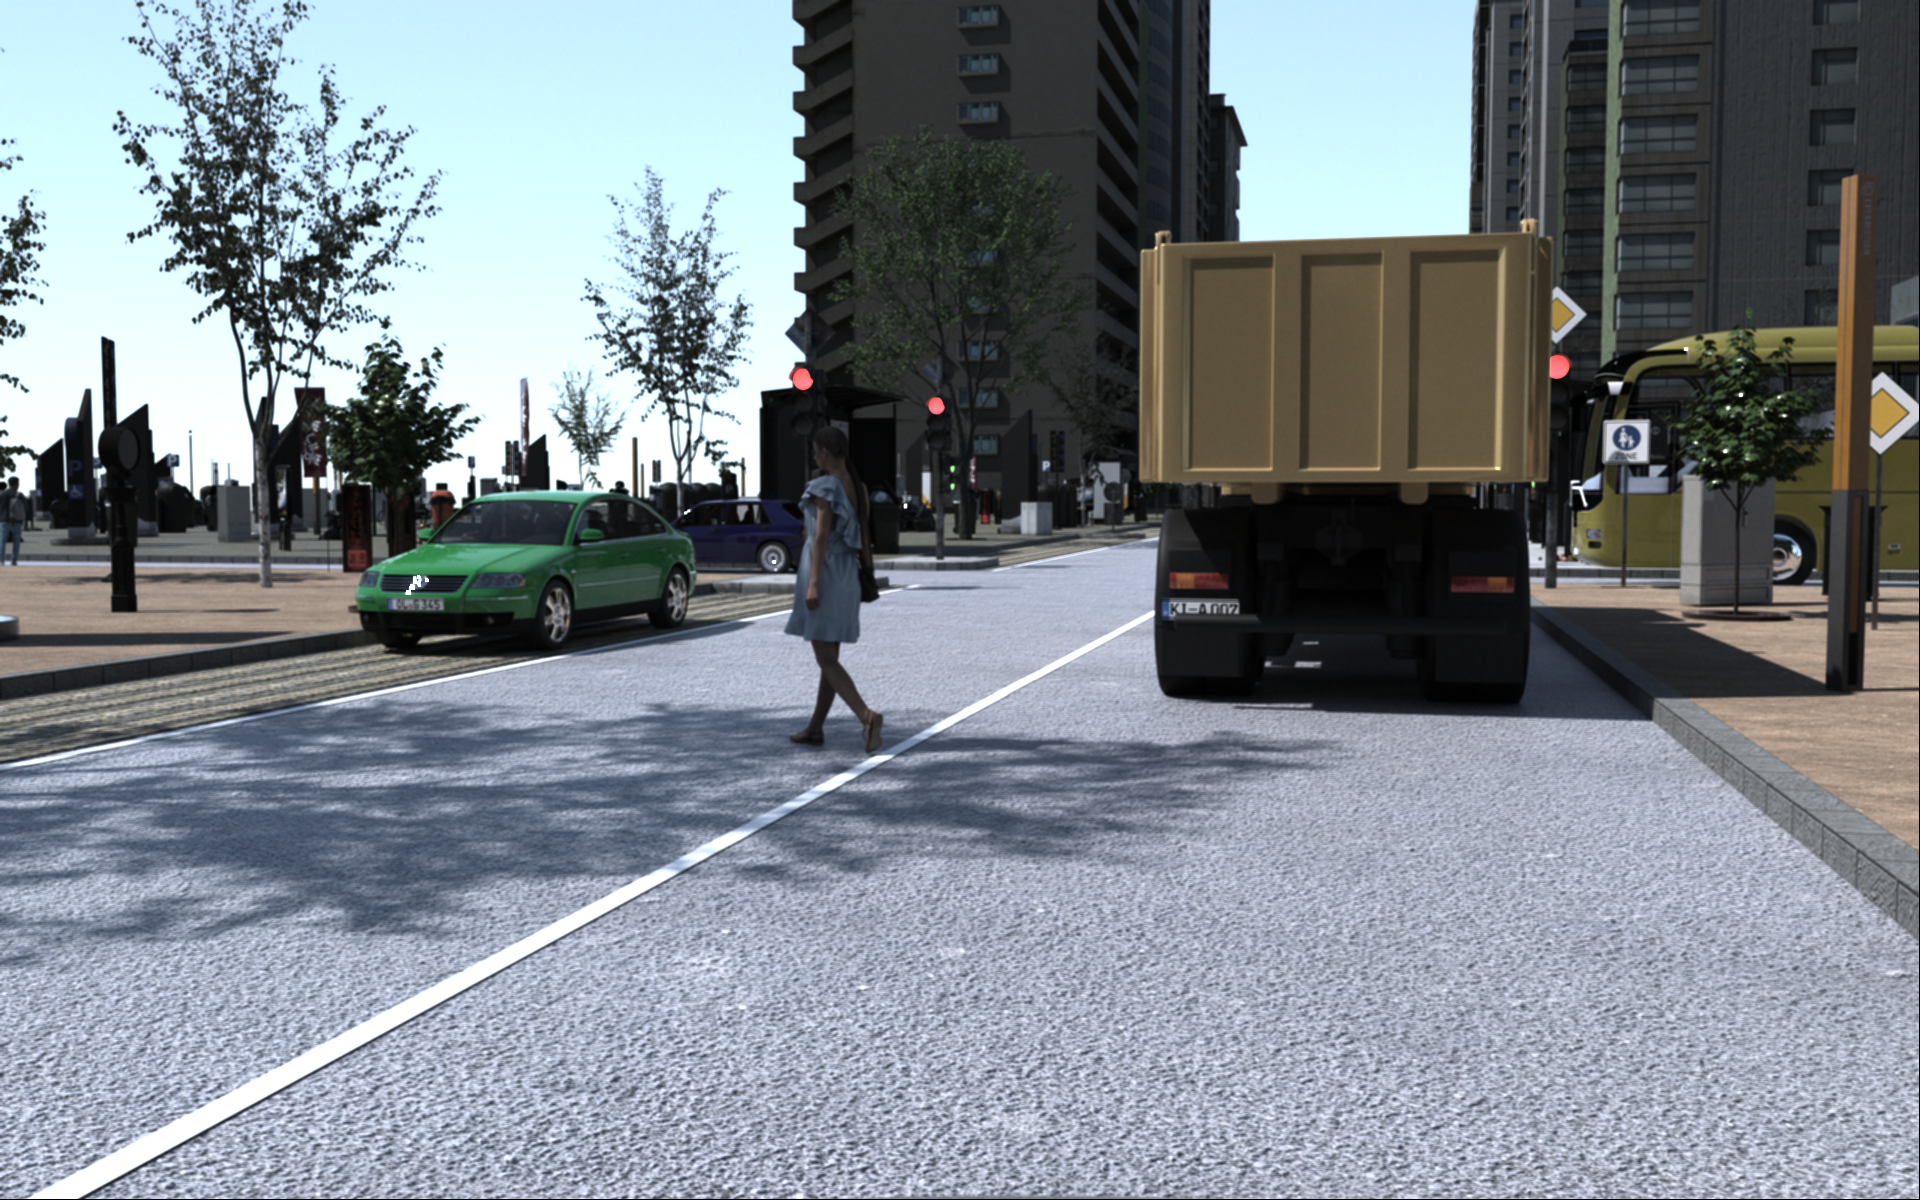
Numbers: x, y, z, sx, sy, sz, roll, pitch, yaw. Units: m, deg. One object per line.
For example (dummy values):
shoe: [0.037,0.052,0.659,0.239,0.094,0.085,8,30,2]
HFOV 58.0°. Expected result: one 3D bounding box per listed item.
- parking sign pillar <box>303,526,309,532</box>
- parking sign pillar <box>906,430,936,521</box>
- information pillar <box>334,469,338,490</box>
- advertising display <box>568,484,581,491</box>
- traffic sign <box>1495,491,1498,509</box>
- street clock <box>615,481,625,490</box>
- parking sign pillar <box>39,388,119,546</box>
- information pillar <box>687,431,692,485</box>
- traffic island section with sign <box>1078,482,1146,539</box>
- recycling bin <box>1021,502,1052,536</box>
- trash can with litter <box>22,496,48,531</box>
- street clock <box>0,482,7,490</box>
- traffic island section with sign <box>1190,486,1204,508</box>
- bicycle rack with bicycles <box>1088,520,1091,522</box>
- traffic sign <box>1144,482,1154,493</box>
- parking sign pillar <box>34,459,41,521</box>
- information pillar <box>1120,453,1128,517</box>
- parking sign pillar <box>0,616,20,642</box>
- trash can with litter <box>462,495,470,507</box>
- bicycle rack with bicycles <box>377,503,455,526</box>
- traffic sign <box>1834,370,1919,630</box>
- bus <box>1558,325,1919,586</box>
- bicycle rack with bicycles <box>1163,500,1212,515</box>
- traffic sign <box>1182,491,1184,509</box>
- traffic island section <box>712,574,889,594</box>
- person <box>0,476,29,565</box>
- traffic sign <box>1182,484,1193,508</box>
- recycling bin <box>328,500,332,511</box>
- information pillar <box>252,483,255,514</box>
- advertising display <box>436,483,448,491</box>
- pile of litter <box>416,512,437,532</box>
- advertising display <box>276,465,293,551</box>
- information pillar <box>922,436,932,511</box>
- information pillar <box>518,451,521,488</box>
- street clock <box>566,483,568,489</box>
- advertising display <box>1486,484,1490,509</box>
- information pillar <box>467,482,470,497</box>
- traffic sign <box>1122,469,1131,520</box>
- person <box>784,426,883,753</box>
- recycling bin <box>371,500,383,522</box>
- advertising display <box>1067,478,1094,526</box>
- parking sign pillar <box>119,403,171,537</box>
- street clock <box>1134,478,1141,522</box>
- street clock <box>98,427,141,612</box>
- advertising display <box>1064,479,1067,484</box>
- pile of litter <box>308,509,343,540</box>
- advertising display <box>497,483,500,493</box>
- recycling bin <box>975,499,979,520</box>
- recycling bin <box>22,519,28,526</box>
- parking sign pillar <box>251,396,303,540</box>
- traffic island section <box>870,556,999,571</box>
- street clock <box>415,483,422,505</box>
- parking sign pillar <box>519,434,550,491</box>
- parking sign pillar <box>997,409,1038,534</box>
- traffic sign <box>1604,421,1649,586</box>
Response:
parking sign pillar: [-22.856,-4.288,58.585,1.447,3.967,1.447,1,4,14]
parking sign pillar: [-1.731,-5.209,73.636,1.447,3.967,1.447,-3,5,-41]
information pillar: [-37.241,-6.850,103.347,0.183,3.616,0.504,0,4,-5]
advertising display: [-24.741,-6.502,111.525,0.974,1.923,0.123,0,4,-2]
traffic sign: [12.402,-2.449,40.039,0.884,2.594,0.081,2,4,23]
street clock: [-18.665,-5.536,95.079,0.471,2.002,0.358,1,4,22]
parking sign pillar: [-22.138,-3.370,43.572,1.447,3.967,1.447,-1,4,-17]
information pillar: [-9.982,-4.433,63.836,0.183,3.616,0.504,-1,4,-19]
traffic island section with sign: [4.957,-2.898,56.018,1.989,1.847,2.006,1,4,14]
recycling bin: [2.383,-2.524,53.824,0.722,1.027,0.722,-3,5,-43]
trash can with litter: [-32.532,-2.994,60.003,1.678,1.210,2.233,0,4,-7]
street clock: [-55.790,-5.894,100.943,0.358,2.002,0.471,2,4,33]
traffic island section with sign: [11.271,-4.501,82.226,1.989,1.847,2.006,1,4,14]
bicycle rack with bicycles: [4.700,-4.012,78.981,2.925,0.926,2.852,-1,4,-17]
traffic sign: [8.840,-5.057,82.688,0.884,2.594,0.081,1,4,22]
parking sign pillar: [-43.295,-5.745,82.402,1.447,3.967,1.447,1,4,21]
information pillar: [9.342,-6.576,98.880,0.504,3.616,0.183,1,4,18]
parking sign pillar: [-9.010,-1.620,14.963,1.447,3.967,1.447,-2,4,-25]
trash can with litter: [-24.732,-4.722,88.266,2.233,1.210,1.678,0,4,-6]
bicycle rack with bicycles: [-21.965,-3.523,70.976,2.925,0.926,2.852,2,4,25]
traffic sign: [8.629,-0.923,16.280,0.795,2.450,0.064,1,4,21]
bus: [15.248,-2.074,25.460,12.252,3.916,2.896,1,4,12]
bicycle rack with bicycles: [13.602,-5.651,105.774,2.925,0.926,2.852,3,5,40]
traffic sign: [13.342,-6.337,103.715,0.768,2.556,0.104,1,4,20]
traffic island section: [-2.281,-0.232,26.073,2.009,0.180,2.903,1,4,14]
person: [-18.636,-1.540,34.021,0.623,1.781,0.721,-2,4,-31]
traffic sign: [12.147,-5.532,92.580,0.606,2.300,0.079,1,4,20]
recycling bin: [-26.229,-3.668,72.521,0.722,1.027,0.722,0,4,7]
information pillar: [-46.338,-6.687,113.829,0.304,2.012,0.304,0,4,-6]
advertising display: [-30.131,-5.843,100.752,0.123,1.923,0.974,1,4,19]
pile of litter: [-18.133,-2.779,59.398,1.176,0.858,1.719,2,4,24]
advertising display: [-15.337,-2.086,39.313,0.123,1.923,0.974,-2,4,-34]
information pillar: [-1.245,-4.559,65.894,0.183,3.616,0.504,-3,5,-41]
information pillar: [-23.482,-6.216,92.983,0.504,3.616,0.183,0,4,8]
street clock: [-24.662,-6.315,107.824,0.358,2.002,0.471,3,4,37]
advertising display: [14.719,-2.628,48.182,0.123,1.923,0.974,1,4,12]
information pillar: [-29.484,-6.114,104.460,0.304,2.012,0.304,2,4,34]
traffic sign: [8.146,-5.278,86.393,0.768,2.556,0.104,1,4,19]
person: [-0.666,-0.070,9.737,0.778,1.811,0.616,3,5,43]
recycling bin: [-27.274,-4.146,80.337,0.722,1.027,0.722,3,5,43]
advertising display: [4.947,-3.982,70.324,0.974,1.923,0.123,1,4,13]
parking sign pillar: [-24.801,-3.872,51.785,1.447,3.967,1.447,0,4,4]
street clock: [8.086,-4.548,78.923,0.358,2.002,0.471,1,4,21]
street clock: [-9.100,-0.870,18.800,0.358,2.002,0.471,0,4,4]
advertising display: [4.654,-4.323,75.900,0.123,1.923,0.974,0,4,-3]
pile of litter: [-17.383,-2.111,48.479,1.719,0.858,1.176,2,4,25]
advertising display: [-27.282,-5.918,101.977,0.123,1.923,0.974,0,4,5]
recycling bin: [0.475,-4.529,86.607,0.722,1.027,0.722,-2,4,-27]
recycling bin: [-37.588,-3.448,68.926,0.722,1.027,0.722,-1,4,-12]
parking sign pillar: [-19.431,-3.671,48.494,1.447,3.967,1.447,-2,4,-33]
traffic island section: [-0.408,-0.707,33.836,2.009,0.180,2.903,1,4,14]
street clock: [-29.075,-5.391,92.710,0.471,2.002,0.358,1,4,15]
parking sign pillar: [-19.088,-5.460,77.735,1.447,3.967,1.447,1,4,16]
parking sign pillar: [1.924,-4.118,55.797,1.447,3.967,1.447,-3,5,-41]
traffic sign: [9.235,-1.340,24.045,0.606,2.300,0.079,1,4,23]
